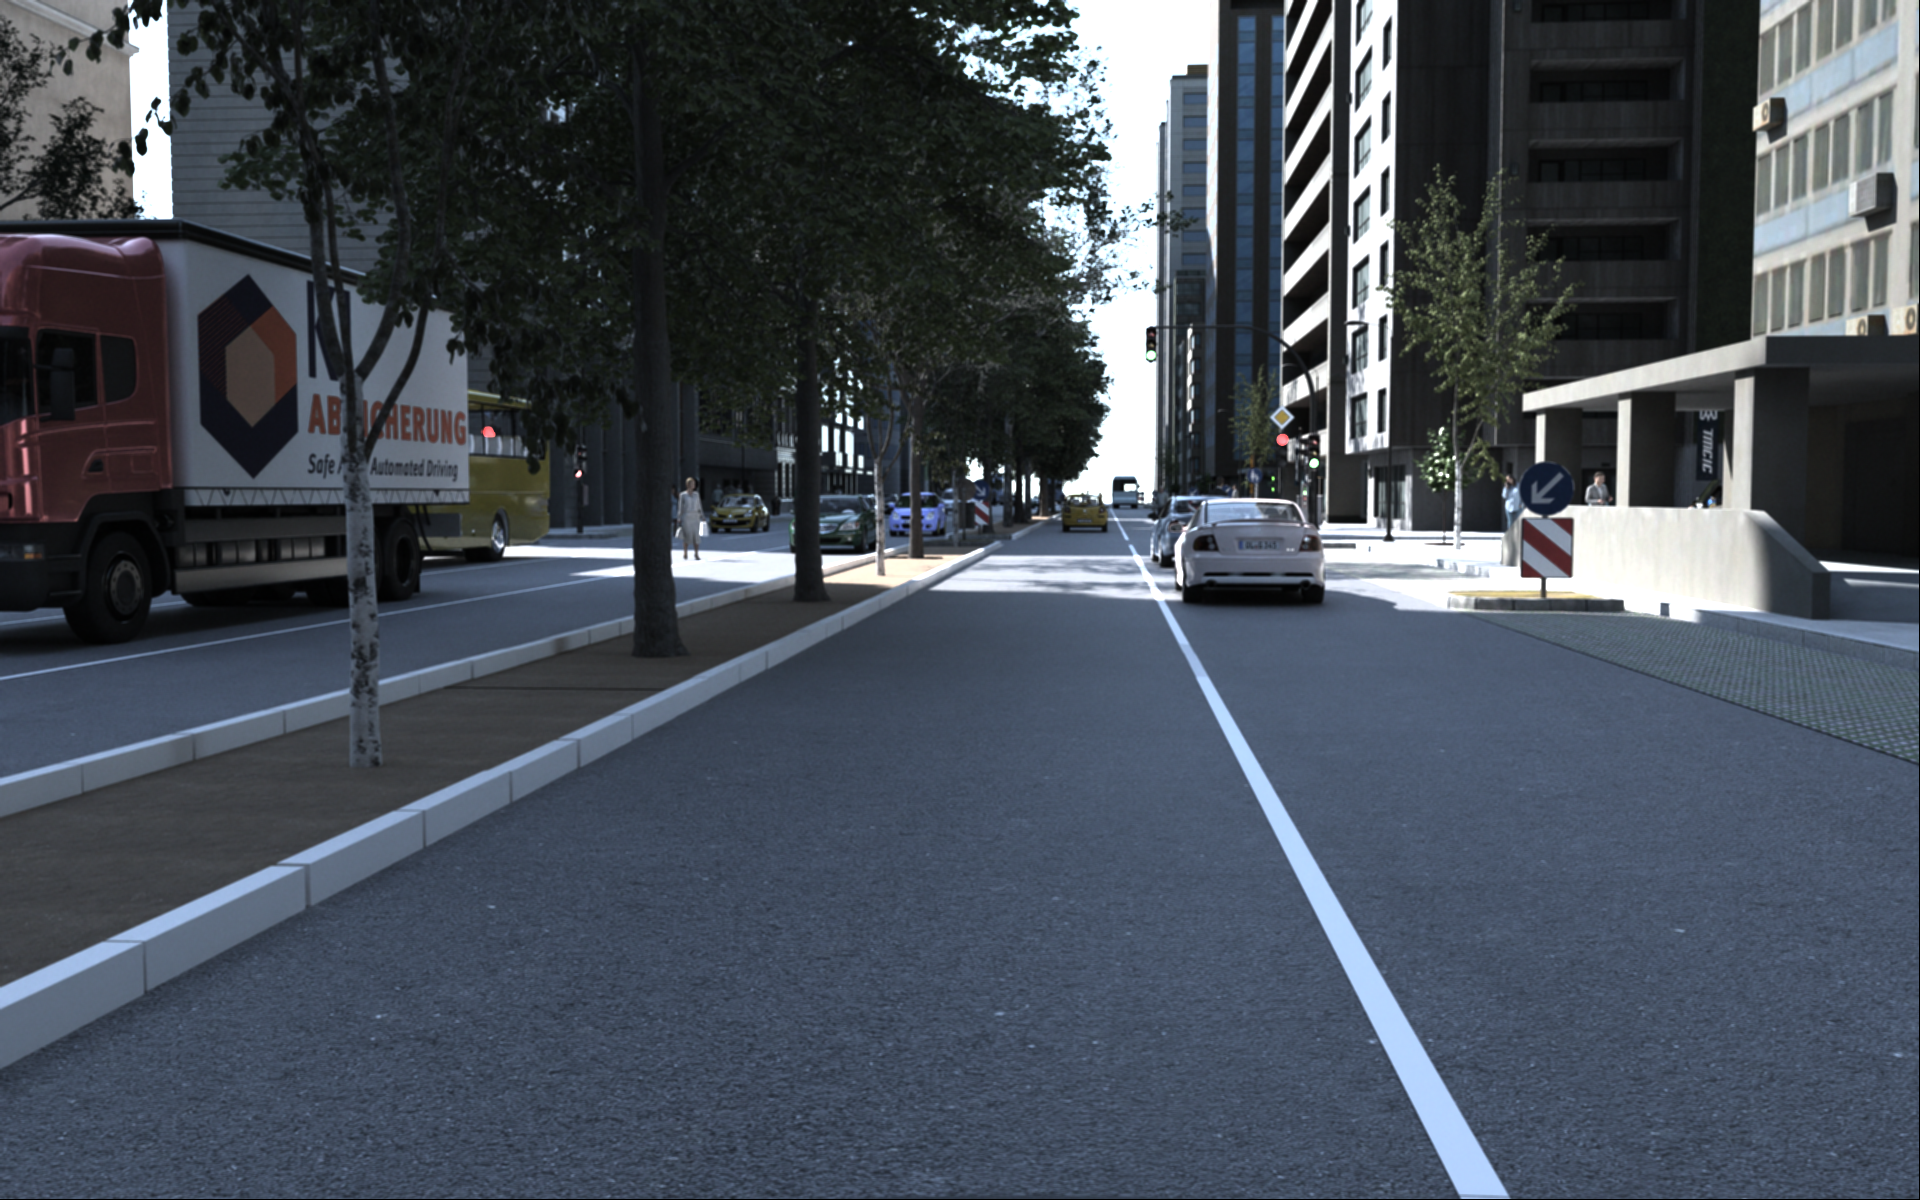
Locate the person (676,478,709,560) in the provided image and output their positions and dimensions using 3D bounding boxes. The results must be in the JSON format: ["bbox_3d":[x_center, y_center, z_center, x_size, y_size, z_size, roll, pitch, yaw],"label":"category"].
[{"bbox_3d":[-5.827,-1.762,37.669,0.694,1.780,0.624,-1,4,-11],"label":"person"}]

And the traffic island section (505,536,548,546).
[{"bbox_3d":[-13.077,-1.608,48.578,2.009,0.180,2.903,0,4,5],"label":"traffic island section"}]

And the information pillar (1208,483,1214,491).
[{"bbox_3d":[16.760,-6.789,115.484,0.304,2.012,0.304,-1,4,-18],"label":"information pillar"}]

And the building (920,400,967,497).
[{"bbox_3d":[-6.523,-34.662,250.318,14.154,41.232,14.086,0,4,5],"label":"building"}]

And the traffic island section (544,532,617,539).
[{"bbox_3d":[-12.422,-2.095,56.536,2.009,0.180,2.903,0,4,5],"label":"traffic island section"}]

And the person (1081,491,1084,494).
[{"bbox_3d":[13.376,-10.999,189.004,0.551,1.740,0.621,2,4,27],"label":"person"}]

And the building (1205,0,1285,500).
[{"bbox_3d":[27.652,-30.118,142.547,14.600,45.320,14.200,0,4,5],"label":"building"}]

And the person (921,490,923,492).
[{"bbox_3d":[-4.198,-11.159,189.205,1.217,1.735,0.721,-3,5,-42],"label":"person"}]

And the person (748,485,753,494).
[{"bbox_3d":[-11.324,-5.361,93.878,0.728,1.800,0.709,-1,4,-20],"label":"person"}]

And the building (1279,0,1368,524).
[{"bbox_3d":[27.422,-28.102,83.173,21.300,48.544,21.600,0,4,5],"label":"building"}]

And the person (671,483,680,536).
[{"bbox_3d":[-9.674,-3.061,58.633,0.616,1.811,0.778,0,4,2],"label":"person"}]

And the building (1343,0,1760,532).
[{"bbox_3d":[21.745,-17.717,61.373,14.107,30.474,14.160,0,4,5],"label":"building"}]

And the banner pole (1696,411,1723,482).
[{"bbox_3d":[17.607,-3.082,40.411,0.863,3.779,0.401,2,4,27],"label":"banner pole"}]

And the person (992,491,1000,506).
[{"bbox_3d":[4.045,-11.895,202.996,1.348,1.823,0.705,2,4,34],"label":"person"}]

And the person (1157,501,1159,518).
[{"bbox_3d":[11.998,-5.793,103.392,0.721,1.800,0.419,3,4,39],"label":"person"}]

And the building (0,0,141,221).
[{"bbox_3d":[-44.257,-17.141,66.166,20.117,28.700,13.634,0,4,5],"label":"building"}]

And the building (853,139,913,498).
[{"bbox_3d":[-16.806,-38.798,176.350,21.231,58.520,28.212,0,4,5],"label":"building"}]

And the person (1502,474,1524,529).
[{"bbox_3d":[14.452,-2.369,45.043,0.793,1.790,0.793,0,3,0],"label":"person"}]

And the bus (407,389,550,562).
[{"bbox_3d":[-11.180,-2.587,33.837,2.896,3.916,12.252,0,4,5],"label":"bus"}]

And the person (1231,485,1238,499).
[{"bbox_3d":[15.394,-5.578,97.446,0.583,1.804,0.606,1,4,16],"label":"person"}]

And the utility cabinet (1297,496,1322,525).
[{"bbox_3d":[14.354,-3.672,71.193,1.020,1.237,0.306,1,4,12],"label":"utility cabinet"}]

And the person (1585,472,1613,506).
[{"bbox_3d":[15.268,-2.144,41.297,0.606,1.804,0.583,-1,4,-16],"label":"person"}]

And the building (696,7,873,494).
[{"bbox_3d":[-20.398,-32.260,147.052,23.786,49.044,30.456,0,4,5],"label":"building"}]

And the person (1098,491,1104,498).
[{"bbox_3d":[16.596,-12.115,206.539,1.348,1.831,0.705,-1,4,-20],"label":"person"}]

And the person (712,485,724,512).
[{"bbox_3d":[-12.469,-5.088,89.722,0.782,1.767,0.515,0,4,-7],"label":"person"}]

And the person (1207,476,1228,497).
[{"bbox_3d":[6.156,-2.027,41.426,0.659,1.850,0.755,2,4,31],"label":"person"}]

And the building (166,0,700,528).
[{"bbox_3d":[-19.632,-18.003,71.838,11.434,29.767,29.804,0,4,5],"label":"building"}]

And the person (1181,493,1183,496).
[{"bbox_3d":[23.861,-10.861,186.850,0.599,1.433,0.991,1,4,17],"label":"person"}]

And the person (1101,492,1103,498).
[{"bbox_3d":[21.955,-15.917,268.754,0.705,1.823,1.348,1,4,9],"label":"person"}]

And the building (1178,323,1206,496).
[{"bbox_3d":[38.305,-20.977,188.010,27.650,21.520,28.899,0,4,5],"label":"building"}]

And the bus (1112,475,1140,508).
[{"bbox_3d":[16.921,-11.137,176.946,2.948,3.499,13.247,0,4,6],"label":"bus"}]

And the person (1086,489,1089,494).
[{"bbox_3d":[10.598,-8.243,143.256,0.705,1.826,1.348,1,4,16],"label":"person"}]

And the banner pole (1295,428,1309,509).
[{"bbox_3d":[12.805,-4.621,65.568,0.401,3.779,0.863,-1,4,-8],"label":"banner pole"}]

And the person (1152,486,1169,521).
[{"bbox_3d":[8.105,-3.720,69.812,0.782,1.767,0.515,2,4,35],"label":"person"}]

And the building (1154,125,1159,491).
[{"bbox_3d":[41.245,-44.683,272.568,21.231,58.520,28.212,0,4,5],"label":"building"}]

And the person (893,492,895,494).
[{"bbox_3d":[-5.997,-8.990,156.213,0.628,1.438,0.799,-1,4,-22],"label":"person"}]

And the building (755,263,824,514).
[{"bbox_3d":[-15.761,-15.662,120.695,10.561,19.102,19.286,0,4,5],"label":"building"}]

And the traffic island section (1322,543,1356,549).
[{"bbox_3d":[9.488,-1.495,46.722,2.009,0.180,2.903,0,4,5],"label":"traffic island section"}]

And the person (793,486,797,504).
[{"bbox_3d":[-10.283,-6.325,109.707,0.600,1.795,0.529,-3,5,-43],"label":"person"}]

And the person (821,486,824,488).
[{"bbox_3d":[-9.387,-6.958,119.827,0.660,1.820,0.620,2,4,27],"label":"person"}]

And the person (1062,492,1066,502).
[{"bbox_3d":[12.407,-12.087,207.048,0.541,1.710,0.530,3,5,39],"label":"person"}]

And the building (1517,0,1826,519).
[{"bbox_3d":[35.279,-25.869,114.832,32.217,40.220,23.993,0,4,5],"label":"building"}]

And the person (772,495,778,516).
[{"bbox_3d":[-10.890,-5.582,101.971,0.373,1.253,0.362,-3,5,-43],"label":"person"}]

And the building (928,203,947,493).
[{"bbox_3d":[-16.212,-39.187,229.940,28.713,52.752,27.495,0,4,5],"label":"building"}]

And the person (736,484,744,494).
[{"bbox_3d":[-11.524,-5.163,90.577,0.709,1.813,0.853,-3,4,-37],"label":"person"}]

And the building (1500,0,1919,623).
[{"bbox_3d":[25.304,-20.192,22.017,32.217,40.220,23.993,0,4,5],"label":"building"}]

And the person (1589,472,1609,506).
[{"bbox_3d":[15.695,-2.240,42.690,0.660,1.820,0.620,-3,4,-36],"label":"person"}]

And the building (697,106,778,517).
[{"bbox_3d":[-19.593,-18.688,99.061,14.314,27.812,24.014,0,4,5],"label":"building"}]

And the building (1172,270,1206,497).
[{"bbox_3d":[34.498,-27.629,223.440,14.160,30.474,14.107,0,4,5],"label":"building"}]

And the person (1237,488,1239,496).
[{"bbox_3d":[21.260,-7.773,133.223,0.705,1.812,1.348,3,5,42],"label":"person"}]

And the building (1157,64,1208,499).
[{"bbox_3d":[39.400,-42.928,243.876,21.231,58.520,28.212,0,4,5],"label":"building"}]

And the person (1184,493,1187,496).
[{"bbox_3d":[22.738,-10.100,174.394,0.991,1.433,0.599,-2,4,-34],"label":"person"}]

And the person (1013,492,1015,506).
[{"bbox_3d":[6.154,-11.723,200.996,0.721,1.723,1.217,-1,4,-8],"label":"person"}]

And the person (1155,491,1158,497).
[{"bbox_3d":[27.946,-14.640,246.082,0.551,1.740,0.621,0,4,-4],"label":"person"}]

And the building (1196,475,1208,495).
[{"bbox_3d":[38.580,-28.688,160.932,32.217,40.220,23.993,0,4,5],"label":"building"}]
